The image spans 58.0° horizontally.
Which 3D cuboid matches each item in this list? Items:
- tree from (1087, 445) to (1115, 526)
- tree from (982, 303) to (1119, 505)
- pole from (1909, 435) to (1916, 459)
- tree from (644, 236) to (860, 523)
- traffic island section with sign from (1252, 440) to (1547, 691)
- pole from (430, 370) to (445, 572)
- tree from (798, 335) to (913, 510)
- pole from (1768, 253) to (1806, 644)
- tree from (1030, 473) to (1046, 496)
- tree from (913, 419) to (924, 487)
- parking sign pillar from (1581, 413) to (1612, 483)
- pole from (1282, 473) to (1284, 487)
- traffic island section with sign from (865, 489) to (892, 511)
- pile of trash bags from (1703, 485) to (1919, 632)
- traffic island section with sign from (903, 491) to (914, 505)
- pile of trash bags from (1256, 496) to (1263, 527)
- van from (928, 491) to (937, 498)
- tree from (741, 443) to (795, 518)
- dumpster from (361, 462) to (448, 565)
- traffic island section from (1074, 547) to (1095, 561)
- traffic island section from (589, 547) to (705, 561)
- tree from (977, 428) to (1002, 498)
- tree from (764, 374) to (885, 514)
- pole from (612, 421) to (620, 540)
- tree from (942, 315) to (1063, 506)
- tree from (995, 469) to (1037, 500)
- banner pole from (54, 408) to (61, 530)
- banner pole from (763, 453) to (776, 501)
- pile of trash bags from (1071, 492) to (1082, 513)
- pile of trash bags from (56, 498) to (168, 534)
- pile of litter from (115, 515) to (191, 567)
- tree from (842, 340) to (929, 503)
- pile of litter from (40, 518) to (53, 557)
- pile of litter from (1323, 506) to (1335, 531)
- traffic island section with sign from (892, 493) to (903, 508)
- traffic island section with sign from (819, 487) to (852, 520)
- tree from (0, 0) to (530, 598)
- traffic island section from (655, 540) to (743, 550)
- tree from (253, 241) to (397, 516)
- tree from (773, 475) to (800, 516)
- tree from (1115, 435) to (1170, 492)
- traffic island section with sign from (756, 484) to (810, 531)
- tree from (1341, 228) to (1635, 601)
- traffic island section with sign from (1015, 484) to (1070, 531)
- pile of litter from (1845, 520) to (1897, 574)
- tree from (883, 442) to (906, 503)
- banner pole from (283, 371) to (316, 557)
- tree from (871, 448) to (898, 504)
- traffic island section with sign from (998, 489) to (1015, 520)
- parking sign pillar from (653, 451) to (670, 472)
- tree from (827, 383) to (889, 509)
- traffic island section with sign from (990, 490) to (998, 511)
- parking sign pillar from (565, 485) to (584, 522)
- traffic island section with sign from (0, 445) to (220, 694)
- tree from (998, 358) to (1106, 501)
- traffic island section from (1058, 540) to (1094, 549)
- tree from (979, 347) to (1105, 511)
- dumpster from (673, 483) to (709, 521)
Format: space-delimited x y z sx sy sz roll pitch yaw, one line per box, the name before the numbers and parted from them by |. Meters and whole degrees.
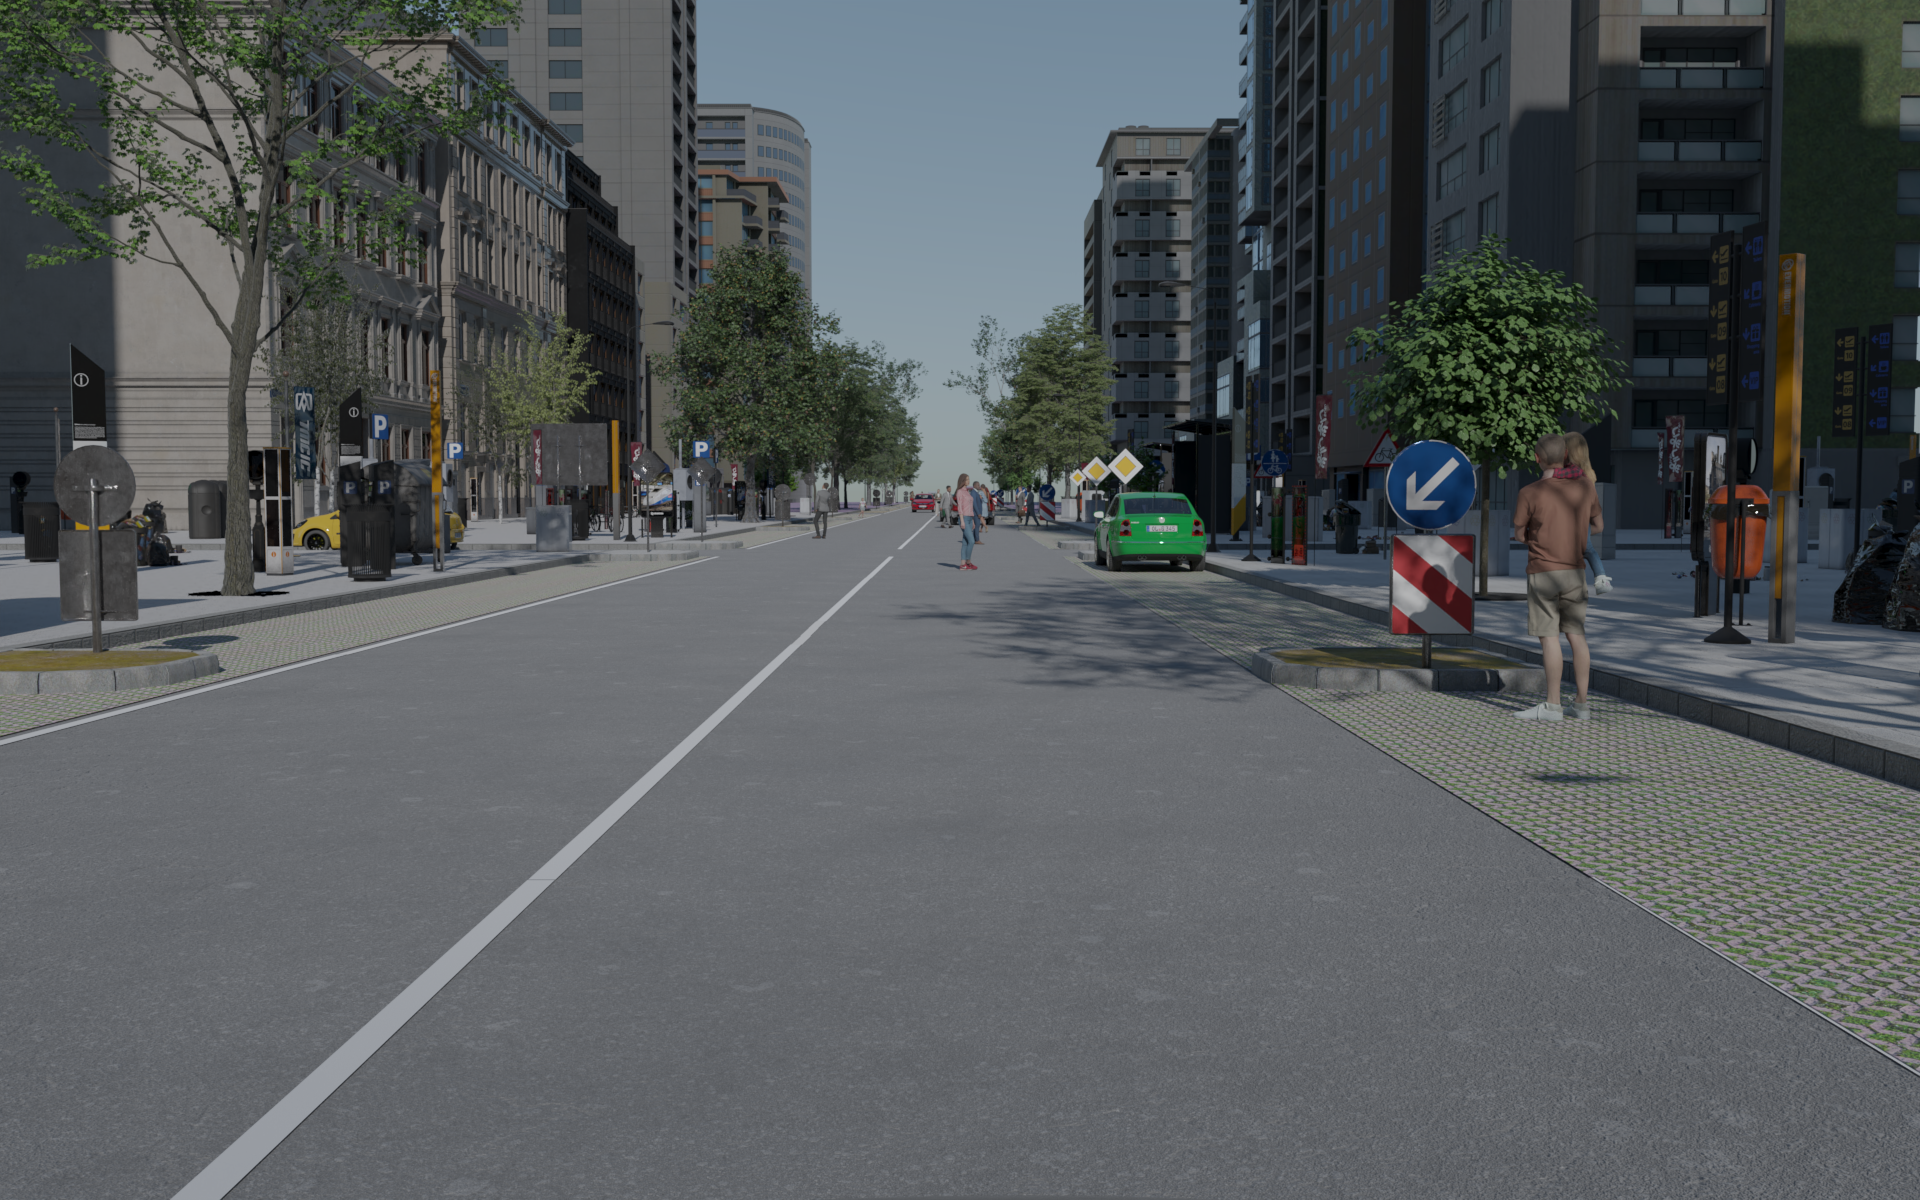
tree | 5.856 -4.542 68.855 1.663 3.219 1.824 0 3 0
tree | 6.108 -11.336 103.476 7.486 12.596 7.792 0 3 0
pole | 32.878 -4.036 59.835 0.158 3.312 0.155 0 3 0
tree | -9.315 -9.790 77.072 9.611 12.733 9.660 0 3 0
traffic island section with sign | 3.339 -0.295 13.444 1.989 1.847 2.006 0 3 0
pole | -8.649 -2.129 28.649 0.158 3.312 0.155 0 3 0
tree | -9.816 -14.192 138.688 9.857 13.997 8.962 0 3 0
pole | 7.079 -1.283 14.828 0.158 3.312 0.155 0 3 0
tree | 6.486 -9.262 146.043 1.663 3.219 1.824 0 3 0
tree | -10.251 -17.469 192.277 9.857 13.997 8.962 0 3 0
parking sign pillar | 20.989 -4.237 57.748 1.447 3.967 1.447 -1 4 -12
pole | 19.242 -6.699 103.378 0.158 3.312 0.155 0 3 0
traffic island section with sign | -6.971 -8.414 146.193 1.989 1.847 2.006 0 3 0
pile of trash bags | 9.047 -0.430 16.778 3.447 1.369 1.912 1 4 13
traffic island section with sign | -7.021 -13.407 227.835 1.989 1.847 2.006 0 3 0
pile of trash bags | 11.985 -3.602 68.643 3.447 1.369 1.912 1 4 22
van | -4.391 -16.331 274.027 2.013 2.044 4.112 0 4 2
tree | -10.110 -6.677 92.883 4.285 4.588 4.351 0 3 0
dumpster | -10.274 -1.592 31.788 1.264 1.857 1.865 0 3 0
traffic island section | 3.655 -0.971 38.150 2.009 0.180 2.903 0 3 0
traffic island section | -6.887 -0.970 38.147 2.009 0.180 2.903 0 3 0
tree | 6.213 -20.932 267.986 9.928 11.665 9.643 0 3 0
tree | -9.659 -11.873 128.537 8.767 10.594 7.601 0 4 1
pole | -9.548 -3.318 48.093 0.158 3.312 0.155 0 3 0
tree | 4.979 -20.061 183.885 12.611 20.169 13.585 0 3 0
tree | 5.770 -11.170 166.349 4.285 4.588 4.351 0 3 0
banner pole | -26.209 -3.692 50.387 0.401 3.779 0.863 -1 4 -20
banner pole | -9.752 -5.993 87.998 0.863 3.779 0.401 1 4 13
pile of trash bags | 8.111 -6.600 117.661 1.912 1.369 3.447 0 4 -6
pile of trash bags | -27.511 -2.847 56.299 3.447 1.369 1.912 -1 4 -12
pile of litter | -14.764 -1.035 30.894 1.719 0.858 1.176 -1 4 -9
tree | -10.459 -22.018 215.890 12.611 20.169 13.585 0 3 0
pile of litter | -18.242 -1.294 35.120 1.176 0.858 1.719 -1 4 -23
pile of litter | 12.810 -2.859 60.709 1.719 0.858 1.176 -3 4 -36
traffic island section with sign | -6.996 -10.062 173.148 1.989 1.847 2.006 0 3 0
traffic island section with sign | -6.932 -5.269 94.775 1.989 1.847 2.006 0 3 0
tree | -8.973 -5.863 21.609 9.928 11.665 9.643 0 3 0
traffic island section | -6.892 -1.459 46.132 2.009 0.180 2.903 0 3 0
tree | -18.493 -6.085 49.849 4.360 8.622 3.978 0 3 0
tree | -10.101 -6.426 99.671 1.663 3.219 1.824 0 3 0
tree | 6.093 -3.819 57.035 1.663 3.219 1.824 0 3 0
traffic island section with sign | -6.913 -3.620 67.820 1.989 1.847 2.006 0 3 0
tree | 6.548 -2.298 21.285 4.285 4.588 4.351 0 3 0
traffic island section with sign | 3.303 -3.658 68.436 1.989 1.847 2.006 0 3 0
pile of litter | 15.128 -0.859 28.015 1.719 0.858 1.176 0 4 3
tree | -9.179 -17.744 240.476 4.737 8.622 4.395 0 3 0
banner pole | -13.533 -2.778 35.430 0.401 3.779 0.863 3 4 38
tree | -10.224 -17.004 228.382 4.360 8.622 3.978 0 3 0
traffic island section with sign | 3.283 -5.343 95.990 1.989 1.847 2.006 0 3 0
parking sign pillar | -18.673 -7.345 108.566 1.447 3.967 1.447 2 4 29
tree | -10.098 -13.928 153.470 9.928 11.665 9.643 0 3 0
traffic island section with sign | 3.268 -8.386 145.744 1.989 1.847 2.006 0 3 0
parking sign pillar | -17.514 -5.521 78.747 1.447 3.967 1.447 1 4 12
traffic island section with sign | -6.882 -0.284 13.268 1.989 1.847 2.006 0 3 0
tree | 6.222 -11.028 114.716 8.767 10.594 7.601 3 5 43
traffic island section | 3.649 -1.459 46.135 2.009 0.180 2.903 0 3 0
tree | 6.651 -13.024 129.946 9.611 12.733 9.660 0 3 0
dumpster | -10.204 -3.785 64.378 1.502 2.255 1.985 0 3 0
